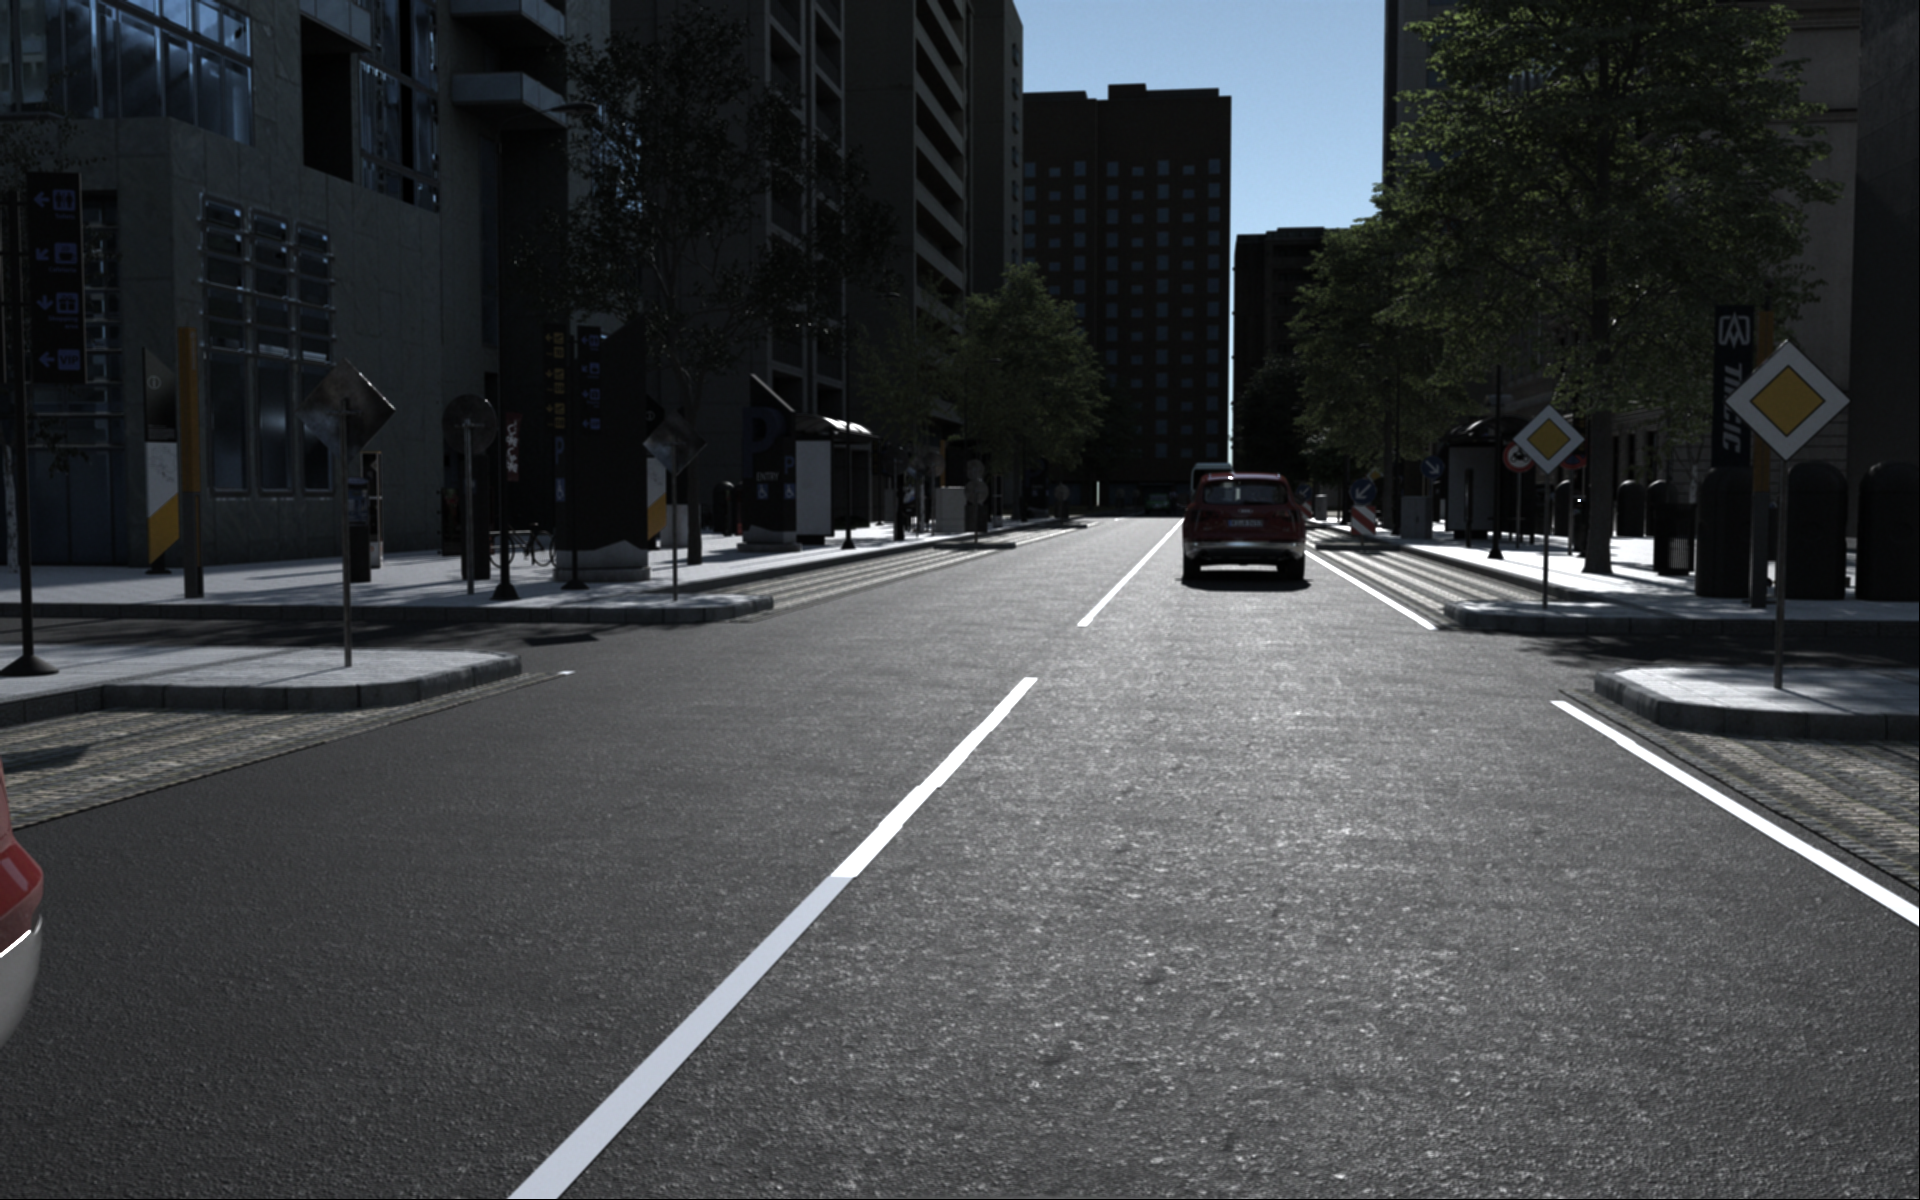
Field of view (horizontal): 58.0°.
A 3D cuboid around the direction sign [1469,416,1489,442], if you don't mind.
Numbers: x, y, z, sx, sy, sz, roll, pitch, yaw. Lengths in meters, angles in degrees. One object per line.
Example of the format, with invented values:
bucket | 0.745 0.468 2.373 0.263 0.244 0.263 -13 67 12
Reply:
direction sign | 15.051 -3.568 50.329 0.876 3.537 0.379 -3 4 -37

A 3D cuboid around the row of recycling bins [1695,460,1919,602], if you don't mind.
row of recycling bins | 10.914 -0.858 21.135 3.534 1.692 1.069 1 4 18

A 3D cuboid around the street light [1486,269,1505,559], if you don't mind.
street light | 10.111 -3.780 34.336 1.470 5.913 1.316 0 4 8

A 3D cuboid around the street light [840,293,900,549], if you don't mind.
street light | -2.079 -4.144 40.298 1.470 5.913 1.316 0 4 8

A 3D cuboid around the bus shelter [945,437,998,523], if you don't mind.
bus shelter | 0.479 -5.117 74.947 1.731 3.624 6.357 1 4 8

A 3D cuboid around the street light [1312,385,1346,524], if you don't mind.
street light | 15.749 -6.172 73.449 1.470 5.913 1.316 0 4 8

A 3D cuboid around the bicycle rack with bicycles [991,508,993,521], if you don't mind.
bicycle rack with bicycles | 0.205 -4.286 83.455 2.852 0.926 2.925 -1 4 -11

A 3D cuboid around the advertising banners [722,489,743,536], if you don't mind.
advertising banners | -6.829 -3.495 53.338 0.090 3.025 2.074 1 4 19

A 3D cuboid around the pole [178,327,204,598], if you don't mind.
pole | -9.460 -1.679 21.297 0.158 3.312 0.155 0 3 0

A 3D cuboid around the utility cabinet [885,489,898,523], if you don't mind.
utility cabinet | -2.736 -4.147 76.476 1.173 1.500 0.318 2 4 25

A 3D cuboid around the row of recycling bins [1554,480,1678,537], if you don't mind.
row of recycling bins | 19.872 -2.774 52.472 3.534 1.692 1.069 0 4 7

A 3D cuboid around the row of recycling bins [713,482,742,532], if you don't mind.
row of recycling bins | -6.726 -3.082 57.500 3.534 1.692 1.069 2 4 29

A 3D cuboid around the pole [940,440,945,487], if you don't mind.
pole | -0.653 -4.377 65.414 0.158 3.312 0.155 0 3 0

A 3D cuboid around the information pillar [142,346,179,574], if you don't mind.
information pillar | -12.812 -2.226 27.752 0.183 3.616 0.504 3 5 42

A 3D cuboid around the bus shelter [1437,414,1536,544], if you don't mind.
bus shelter | 14.276 -3.232 46.765 2.014 3.302 5.546 0 4 8

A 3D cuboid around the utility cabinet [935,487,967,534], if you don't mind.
utility cabinet | -0.300 -2.874 55.672 0.318 1.500 1.173 3 5 43

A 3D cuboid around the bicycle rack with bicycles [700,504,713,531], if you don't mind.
bicycle rack with bicycles | -9.839 -2.985 62.184 2.852 0.926 2.925 1 4 9

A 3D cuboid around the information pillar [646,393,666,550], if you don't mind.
information pillar | -6.959 -2.942 39.460 0.504 3.616 0.183 0 4 4

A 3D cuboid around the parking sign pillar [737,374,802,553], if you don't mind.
parking sign pillar | -4.252 -3.061 38.514 1.447 3.967 1.447 3 5 39

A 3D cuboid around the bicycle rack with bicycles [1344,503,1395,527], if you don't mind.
bicycle rack with bicycles | 16.673 -3.303 67.394 2.852 0.926 2.925 -1 4 -17

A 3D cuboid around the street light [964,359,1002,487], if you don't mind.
street light | 0.733 -5.340 59.855 1.470 5.913 1.316 0 4 8

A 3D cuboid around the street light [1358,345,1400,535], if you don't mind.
street light | 13.054 -4.975 53.875 1.470 5.913 1.316 0 4 8

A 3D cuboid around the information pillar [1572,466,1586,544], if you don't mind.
information pillar | 16.028 -2.465 44.792 0.304 2.012 0.304 3 5 40

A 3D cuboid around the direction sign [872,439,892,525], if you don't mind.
direction sign | -3.285 -4.819 70.792 0.876 3.537 0.379 3 5 43

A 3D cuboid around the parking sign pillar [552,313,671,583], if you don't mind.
parking sign pillar | -5.316 -2.272 25.624 1.447 3.967 1.447 -3 4 -36

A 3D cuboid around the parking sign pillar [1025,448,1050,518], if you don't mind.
parking sign pillar | 4.131 -6.434 93.673 1.447 3.967 1.447 2 4 26

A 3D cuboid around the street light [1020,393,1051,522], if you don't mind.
street light | 3.491 -6.546 79.561 1.470 5.913 1.316 0 4 8

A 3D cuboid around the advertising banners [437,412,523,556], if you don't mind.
advertising banners | -10.031 -2.455 36.329 0.090 3.025 2.074 3 5 42

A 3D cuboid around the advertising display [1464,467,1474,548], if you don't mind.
advertising display | 12.284 -2.239 41.820 0.123 1.923 0.974 1 4 12

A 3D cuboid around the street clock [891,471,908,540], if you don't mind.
street clock | -1.685 -2.673 48.278 0.358 2.002 0.471 3 5 42

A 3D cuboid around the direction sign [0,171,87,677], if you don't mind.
direction sign | -6.636 -1.238 12.237 0.876 3.537 0.379 -1 4 -11

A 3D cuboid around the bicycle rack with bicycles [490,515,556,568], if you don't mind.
bicycle rack with bicycles | -7.045 -1.032 30.256 2.852 0.926 2.925 1 4 23

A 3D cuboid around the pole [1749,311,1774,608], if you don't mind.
pole | 8.998 -1.566 19.440 0.158 3.312 0.155 0 3 0

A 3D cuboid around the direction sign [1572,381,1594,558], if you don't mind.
direction sign | 12.656 -2.624 34.904 0.876 3.537 0.379 -2 4 -28

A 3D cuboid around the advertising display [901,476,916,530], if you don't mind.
advertising display | -1.842 -3.423 61.176 0.123 1.923 0.974 2 4 27

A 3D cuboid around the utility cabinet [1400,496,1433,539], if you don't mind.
utility cabinet | 13.125 -2.364 49.820 0.306 1.237 1.020 -2 4 -29

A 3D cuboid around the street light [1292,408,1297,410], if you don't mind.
street light | 18.484 -7.369 93.017 1.470 5.913 1.316 0 4 8

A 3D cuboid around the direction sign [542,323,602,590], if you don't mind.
direction sign | -5.188 -1.911 23.242 0.876 3.537 0.379 -3 5 -43

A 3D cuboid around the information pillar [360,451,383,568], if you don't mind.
information pillar | -10.163 -1.556 29.930 0.304 2.012 0.304 -1 4 -9

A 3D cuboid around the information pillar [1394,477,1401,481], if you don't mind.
information pillar | 19.271 -4.398 76.404 0.304 2.012 0.304 0 4 3

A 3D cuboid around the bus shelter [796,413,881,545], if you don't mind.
bus shelter | -3.588 -3.185 45.991 2.014 3.302 5.546 0 4 8

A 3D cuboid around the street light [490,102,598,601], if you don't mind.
street light | -4.982 -2.949 20.754 1.470 5.913 1.316 0 4 8

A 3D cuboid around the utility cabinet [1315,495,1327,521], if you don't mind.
utility cabinet | 17.498 -4.454 83.989 0.306 1.237 1.020 0 4 -7

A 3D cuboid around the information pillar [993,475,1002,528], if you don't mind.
information pillar | 1.423 -3.745 65.728 0.304 2.012 0.304 -1 4 -19
